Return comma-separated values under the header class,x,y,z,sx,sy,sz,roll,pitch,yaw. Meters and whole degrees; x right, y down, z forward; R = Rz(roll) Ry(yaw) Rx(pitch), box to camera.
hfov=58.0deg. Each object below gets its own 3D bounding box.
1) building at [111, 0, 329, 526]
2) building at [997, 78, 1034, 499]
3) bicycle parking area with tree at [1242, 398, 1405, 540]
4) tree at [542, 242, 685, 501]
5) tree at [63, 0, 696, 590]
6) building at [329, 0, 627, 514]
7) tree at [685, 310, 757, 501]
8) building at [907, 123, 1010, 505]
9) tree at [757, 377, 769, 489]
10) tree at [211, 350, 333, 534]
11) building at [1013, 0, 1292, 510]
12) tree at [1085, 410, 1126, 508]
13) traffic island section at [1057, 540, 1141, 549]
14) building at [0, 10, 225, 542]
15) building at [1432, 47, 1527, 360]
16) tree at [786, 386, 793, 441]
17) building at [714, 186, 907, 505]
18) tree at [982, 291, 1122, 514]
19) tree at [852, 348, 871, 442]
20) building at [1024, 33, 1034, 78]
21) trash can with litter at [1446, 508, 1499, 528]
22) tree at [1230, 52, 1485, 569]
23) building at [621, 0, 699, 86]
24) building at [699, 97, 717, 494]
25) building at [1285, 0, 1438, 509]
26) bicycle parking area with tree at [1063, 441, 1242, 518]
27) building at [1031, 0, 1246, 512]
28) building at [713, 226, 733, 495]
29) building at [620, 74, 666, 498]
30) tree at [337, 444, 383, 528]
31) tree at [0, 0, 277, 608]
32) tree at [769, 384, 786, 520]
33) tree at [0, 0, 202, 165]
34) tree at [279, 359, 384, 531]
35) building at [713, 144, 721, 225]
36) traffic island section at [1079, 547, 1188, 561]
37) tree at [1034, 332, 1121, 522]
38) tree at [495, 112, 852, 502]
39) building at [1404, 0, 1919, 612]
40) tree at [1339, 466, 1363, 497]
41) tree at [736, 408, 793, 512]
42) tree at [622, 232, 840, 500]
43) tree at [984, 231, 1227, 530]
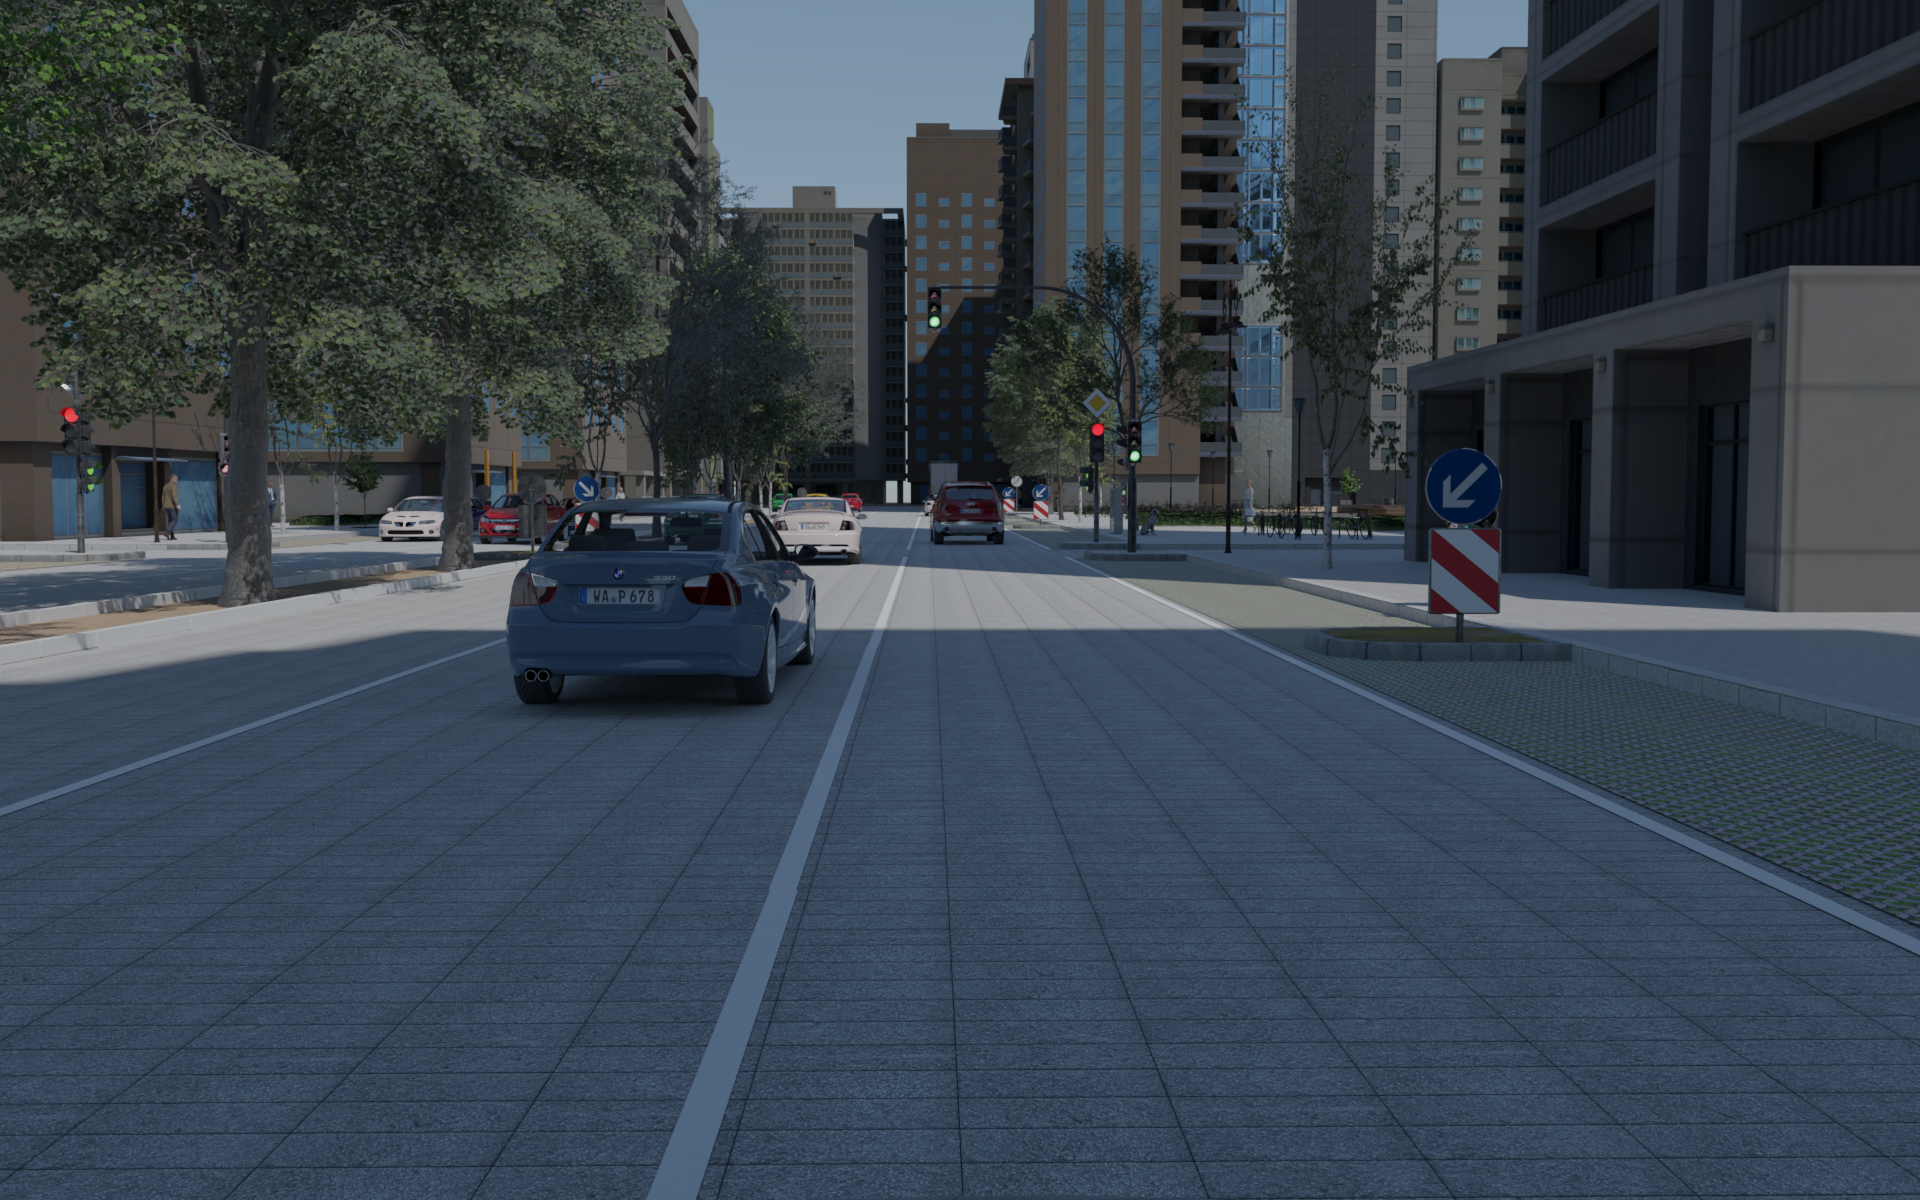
class,x,y,z,sx,sy,sz,roll,pitch,yaw
building,-29.618,-26.407,81.871,14.600,45.320,14.200,0,4,-1
building,15.151,-32.223,181.471,22.147,44.769,28.867,0,4,-1
bicycle parking area with tree,12.738,-3.978,52.046,8.231,4.147,9.016,1,4,9
tree,-9.927,-5.785,47.402,4.360,8.622,3.978,0,3,0
tree,-9.279,-7.490,31.579,9.857,13.997,8.962,0,3,0
building,-28.423,-27.764,104.055,14.600,45.320,14.200,0,4,-1
tree,-9.838,-6.797,63.945,4.360,8.622,3.978,0,3,0
building,0.671,-34.388,212.356,14.200,45.320,14.600,0,4,-1
tree,-9.873,-7.069,68.397,4.360,8.622,3.978,0,3,0
tree,-21.745,-6.415,55.242,4.360,8.622,3.978,0,3,0
building,16.584,-51.217,150.070,22.319,86.520,31.000,0,4,-1
tree,9.729,-10.286,118.535,4.360,8.622,3.978,0,3,0
traffic island section,3.651,-1.457,46.096,2.009,0.180,2.903,0,4,-1
building,-31.590,-24.572,51.858,14.600,45.320,14.200,0,4,-1
building,58.815,-34.377,185.760,21.600,48.544,21.300,0,4,-1
tree,-10.278,-8.611,93.616,4.360,8.622,3.978,0,3,0
building,-18.588,-32.377,221.249,23.993,40.220,32.217,0,4,-1
tree,5.557,-12.377,109.017,9.857,13.997,8.962,0,3,0
tree,-10.396,-11.644,103.198,12.009,13.543,11.850,0,3,0
building,22.429,-41.160,214.967,28.212,58.520,21.231,0,4,-1
trash can with litter,5.775,-0.517,19.835,0.624,1.170,1.055,0,4,3
tree,6.367,-4.828,29.299,4.360,8.622,3.978,0,3,0
building,-35.279,-32.496,155.018,21.300,48.544,21.600,0,4,-1
building,-32.327,-29.940,173.107,14.154,41.232,14.086,0,4,-1
building,37.707,-45.677,185.078,20.611,71.187,20.563,0,4,-1
bicycle parking area with tree,10.239,-6.660,95.889,8.231,4.147,9.016,-2,4,-33
building,12.792,-29.271,128.697,14.600,45.320,14.200,0,4,-1
building,-32.139,-25.479,188.290,14.107,30.474,14.160,0,4,-1
building,-39.539,-26.918,131.985,32.217,40.220,23.993,0,4,-1
tree,-22.534,-4.312,65.102,1.663,3.219,1.824,0,3,0
tree,-9.048,-6.883,21.643,9.857,13.997,8.962,0,3,0
tree,-10.607,-7.933,82.531,4.360,8.622,3.978,0,3,0
tree,-8.827,-5.098,11.568,9.928,11.665,9.643,0,3,0
tree,-21.775,-6.721,60.245,4.737,8.622,4.395,0,3,0
building,-41.268,-36.129,214.412,21.600,48.544,21.300,0,4,-1
traffic island section,3.797,-0.968,38.112,2.009,0.180,2.903,0,4,-1
tree,5.426,-7.814,78.122,4.737,8.622,4.395,0,3,0
tree,-9.775,-8.728,55.527,12.009,13.543,11.850,0,3,0
building,18.991,-35.660,21.297,20.563,71.187,20.611,0,4,-1
tree,25.560,-7.329,114.426,1.663,3.219,1.824,0,3,0
tree,-10.227,-8.328,88.976,4.737,8.622,4.395,0,3,0
tree,-10.141,-9.534,75.341,9.611,12.733,9.660,0,3,0
tree,6.012,-7.766,61.391,8.767,10.594,7.601,-3,4,-38
